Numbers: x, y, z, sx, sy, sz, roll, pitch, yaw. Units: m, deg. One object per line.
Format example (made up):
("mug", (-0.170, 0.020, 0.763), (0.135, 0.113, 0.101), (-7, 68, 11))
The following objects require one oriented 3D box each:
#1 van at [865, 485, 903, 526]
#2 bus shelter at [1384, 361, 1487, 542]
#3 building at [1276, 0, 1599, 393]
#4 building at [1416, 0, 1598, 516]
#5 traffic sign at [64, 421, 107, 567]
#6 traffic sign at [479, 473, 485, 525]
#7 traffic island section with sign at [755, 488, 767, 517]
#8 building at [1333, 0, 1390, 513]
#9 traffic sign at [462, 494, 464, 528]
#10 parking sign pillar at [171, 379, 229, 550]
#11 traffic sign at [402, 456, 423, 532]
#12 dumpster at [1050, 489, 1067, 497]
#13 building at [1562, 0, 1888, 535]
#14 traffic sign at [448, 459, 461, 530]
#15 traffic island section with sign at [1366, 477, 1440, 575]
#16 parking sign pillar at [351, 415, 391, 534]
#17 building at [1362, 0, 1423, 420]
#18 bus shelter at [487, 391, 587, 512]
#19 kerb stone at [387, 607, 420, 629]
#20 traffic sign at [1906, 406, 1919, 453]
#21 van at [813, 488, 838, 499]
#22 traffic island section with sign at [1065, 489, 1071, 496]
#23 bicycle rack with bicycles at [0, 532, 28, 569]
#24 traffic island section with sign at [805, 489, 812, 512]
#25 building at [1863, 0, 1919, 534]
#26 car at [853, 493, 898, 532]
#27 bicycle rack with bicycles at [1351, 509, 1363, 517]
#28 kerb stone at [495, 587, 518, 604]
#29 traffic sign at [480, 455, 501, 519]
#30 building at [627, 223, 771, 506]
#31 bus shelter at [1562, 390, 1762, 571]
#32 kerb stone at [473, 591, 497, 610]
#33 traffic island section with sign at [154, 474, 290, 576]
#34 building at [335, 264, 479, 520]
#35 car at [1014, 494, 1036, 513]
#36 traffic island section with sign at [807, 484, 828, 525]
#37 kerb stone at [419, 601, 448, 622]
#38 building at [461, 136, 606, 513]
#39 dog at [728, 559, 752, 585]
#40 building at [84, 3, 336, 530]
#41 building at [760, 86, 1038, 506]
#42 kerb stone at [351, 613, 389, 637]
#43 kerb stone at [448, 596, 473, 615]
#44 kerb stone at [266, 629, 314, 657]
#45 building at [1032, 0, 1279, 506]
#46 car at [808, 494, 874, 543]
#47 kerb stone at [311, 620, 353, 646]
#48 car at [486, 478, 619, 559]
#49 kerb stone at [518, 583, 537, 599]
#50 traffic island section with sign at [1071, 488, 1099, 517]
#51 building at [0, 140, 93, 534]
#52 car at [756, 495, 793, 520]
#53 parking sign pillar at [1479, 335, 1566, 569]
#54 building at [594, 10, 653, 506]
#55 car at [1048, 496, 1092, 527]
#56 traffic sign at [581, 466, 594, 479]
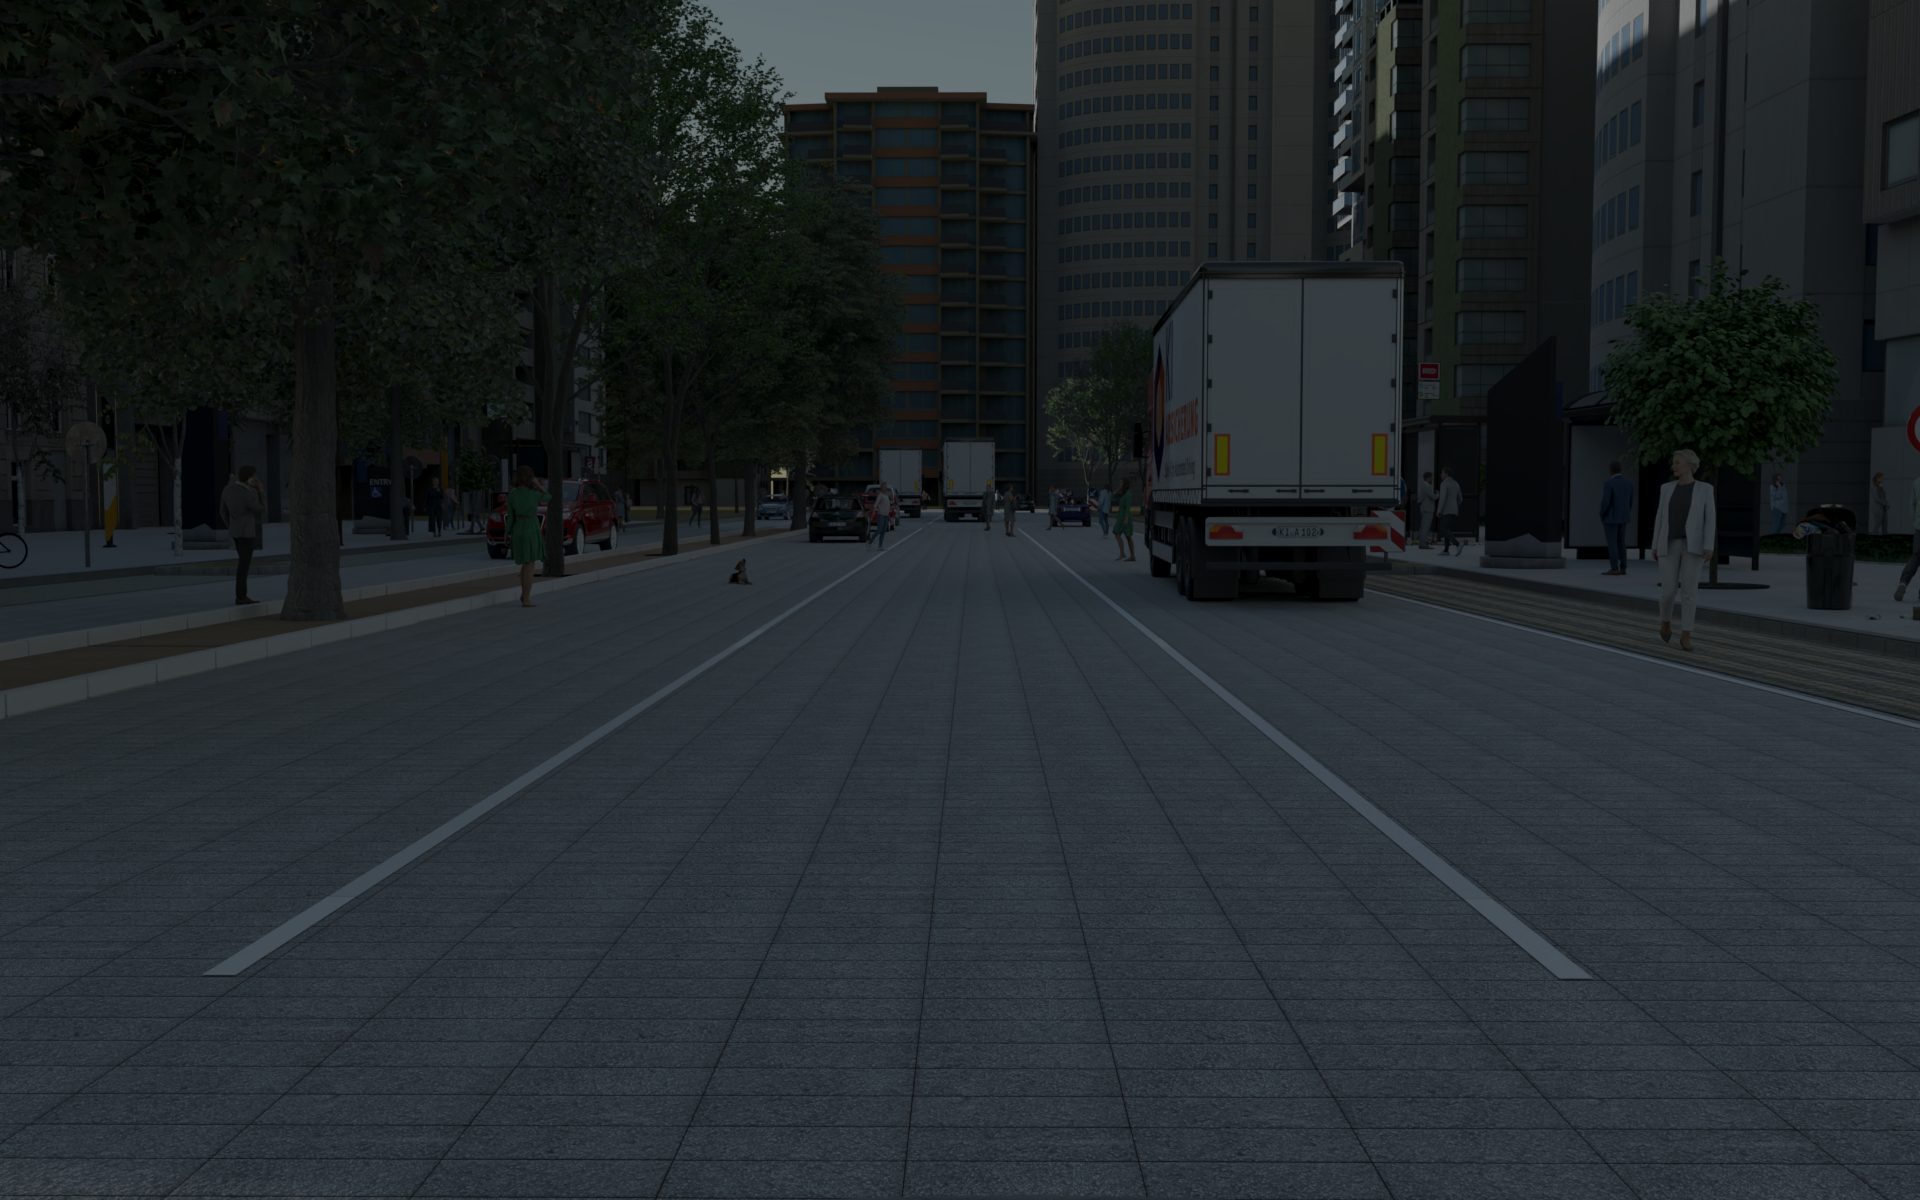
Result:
("van", (-3.604, -4.416, 79.209), (2.013, 2.044, 4.112), (0, 4, -1))
("bus shelter", (13.489, -4.432, 50.101), (2.179, 5.291, 8.768), (0, 4, 0))
("building", (50.475, -39.474, 187.402), (28.212, 58.520, 21.231), (0, 4, 1))
("building", (31.107, -24.806, 89.181), (14.154, 41.232, 14.086), (0, 4, 1))
("traffic sign", (-15.283, -1.845, 30.274), (0.768, 2.556, 0.104), (0, 4, 4))
("traffic sign", (-19.829, -4.401, 72.069), (0.768, 2.556, 0.104), (0, 4, 5))
("traffic island section with sign", (-12.354, -6.096, 108.289), (1.989, 1.847, 2.006), (0, 4, 1))
("building", (35.994, -49.729, 125.734), (22.319, 86.520, 31.000), (0, 4, 1))
("traffic sign", (-18.744, -3.985, 65.266), (0.768, 2.556, 0.104), (0, 4, 2))
("parking sign pillar", (-17.645, -3.174, 40.362), (1.447, 3.967, 1.447), (2, 4, 28))
("traffic sign", (-18.329, -3.536, 57.916), (0.768, 2.556, 0.104), (0, 4, 6))
("dumpster", (8.231, -8.164, 141.698), (1.865, 1.857, 1.264), (0, 4, 2))
("building", (34.582, -31.790, 61.766), (21.231, 58.520, 28.212), (0, 4, 1))
("traffic sign", (-18.118, -3.815, 62.476), (0.768, 2.556, 0.104), (1, 4, 10))
("traffic island section with sign", (7.465, -1.394, 31.425), (1.989, 1.847, 2.006), (0, 4, 1))
("parking sign pillar", (-18.800, -4.107, 55.622), (1.447, 3.967, 1.447), (-2, 4, -26))
("building", (31.305, -20.316, 103.861), (14.160, 30.474, 14.107), (0, 4, 1))
("bus shelter", (-16.669, -5.518, 67.858), (2.179, 5.291, 8.768), (0, 4, 1))
("kerb stone", (-6.108, 0.208, 18.794), (0.120, 0.150, 1.000), (0, 4, 1))
("traffic sign", (13.286, -1.441, 23.669), (0.768, 2.556, 0.104), (0, 4, 7))
("van", (-9.846, -7.413, 128.212), (2.013, 2.044, 4.112), (0, 4, 2))
("traffic island section with sign", (8.412, -7.749, 135.330), (1.989, 1.847, 2.006), (0, 4, 1))
("bicycle rack with bicycles", (-17.408, -0.971, 29.262), (2.925, 0.926, 2.852), (-2, 4, -28))
("traffic island section with sign", (-12.099, -7.788, 135.957), (1.989, 1.847, 2.006), (0, 4, 1))
("building", (37.412, -27.119, 32.638), (27.495, 52.752, 28.713), (0, 4, 1))
("car", (-3.508, -3.555, 67.171), (2.155, 1.783, 4.494), (0, 4, 2))
("bicycle rack with bicycles", (12.231, -2.845, 59.893), (2.852, 0.926, 2.925), (-2, 4, -35))
("kerb stone", (-6.077, -0.043, 22.907), (0.120, 0.150, 1.000), (0, 4, 1))
("traffic sign", (-15.265, -3.428, 56.161), (0.768, 2.556, 0.104), (0, 4, 7))
("building", (-28.064, -25.377, 186.613), (14.107, 30.474, 14.160), (0, 4, 1))
("bus shelter", (12.641, -2.292, 31.404), (2.014, 3.302, 5.546), (0, 4, 0))
("kerb stone", (-6.087, 0.024, 21.882), (0.120, 0.150, 1.000), (0, 4, 1))
("traffic island section with sign", (-13.068, -1.377, 31.137), (1.989, 1.847, 2.006), (0, 4, 1))
("building", (-39.992, -27.003, 96.124), (22.147, 44.769, 28.867), (0, 4, 1))
("car", (4.744, -7.402, 130.803), (2.009, 1.686, 4.222), (0, 3, 0))
("traffic island section with sign", (-6.587, -4.473, 81.271), (2.006, 1.907, 1.989), (0, 4, 1))
("kerb stone", (-6.106, 0.145, 19.825), (0.120, 0.150, 1.000), (0, 4, 1))
("building", (-35.654, -22.280, 135.979), (14.107, 30.474, 14.160), (0, 4, 1))
("dog", (-3.465, -0.462, 27.739), (0.550, 0.427, 0.748), (1, 4, 16))
("building", (-35.700, -15.507, 71.569), (12.078, 24.808, 19.932), (0, 4, 1))
("building", (-6.267, -32.694, 189.173), (28.867, 44.769, 22.147), (0, 4, 1))
("kerb stone", (-6.121, 0.271, 17.771), (0.120, 0.150, 1.000), (0, 4, 1))
("kerb stone", (-6.100, 0.083, 20.857), (0.120, 0.150, 1.000), (0, 4, 1))
("kerb stone", (-6.141, 0.396, 15.717), (0.120, 0.150, 1.000), (0, 4, 1))
("building", (22.274, -39.555, 188.721), (28.212, 58.520, 21.231), (0, 4, 1))
("car", (-3.604, -2.599, 52.276), (2.009, 1.686, 4.222), (0, 4, -1))
("kerb stone", (-6.133, 0.333, 16.744), (0.120, 0.150, 1.000), (0, 4, 1))
("car", (-9.327, -1.913, 39.953), (2.281, 1.827, 5.304), (0, 4, 2))
("kerb stone", (-6.065, -0.106, 23.929), (0.120, 0.150, 1.000), (0, 4, 1))
("traffic island section with sign", (8.168, -6.101, 108.375), (1.989, 1.847, 2.006), (0, 4, 1))
("building", (-36.315, -15.348, 48.197), (12.463, 27.353, 25.104), (0, 4, 1))
("car", (-10.292, -5.212, 97.216), (2.014, 1.417, 4.499), (0, 4, 2))
("parking sign pillar", (9.823, -2.549, 30.141), (1.447, 3.967, 1.447), (-3, 4, -36))
("building", (-45.396, -45.886, 188.491), (20.611, 71.187, 20.563), (0, 4, 1))
("car", (4.887, -3.928, 76.808), (1.945, 1.354, 3.894), (0, 4, 1))
("traffic sign", (-17.181, -4.855, 79.480), (0.768, 2.556, 0.104), (0, 4, 8))
